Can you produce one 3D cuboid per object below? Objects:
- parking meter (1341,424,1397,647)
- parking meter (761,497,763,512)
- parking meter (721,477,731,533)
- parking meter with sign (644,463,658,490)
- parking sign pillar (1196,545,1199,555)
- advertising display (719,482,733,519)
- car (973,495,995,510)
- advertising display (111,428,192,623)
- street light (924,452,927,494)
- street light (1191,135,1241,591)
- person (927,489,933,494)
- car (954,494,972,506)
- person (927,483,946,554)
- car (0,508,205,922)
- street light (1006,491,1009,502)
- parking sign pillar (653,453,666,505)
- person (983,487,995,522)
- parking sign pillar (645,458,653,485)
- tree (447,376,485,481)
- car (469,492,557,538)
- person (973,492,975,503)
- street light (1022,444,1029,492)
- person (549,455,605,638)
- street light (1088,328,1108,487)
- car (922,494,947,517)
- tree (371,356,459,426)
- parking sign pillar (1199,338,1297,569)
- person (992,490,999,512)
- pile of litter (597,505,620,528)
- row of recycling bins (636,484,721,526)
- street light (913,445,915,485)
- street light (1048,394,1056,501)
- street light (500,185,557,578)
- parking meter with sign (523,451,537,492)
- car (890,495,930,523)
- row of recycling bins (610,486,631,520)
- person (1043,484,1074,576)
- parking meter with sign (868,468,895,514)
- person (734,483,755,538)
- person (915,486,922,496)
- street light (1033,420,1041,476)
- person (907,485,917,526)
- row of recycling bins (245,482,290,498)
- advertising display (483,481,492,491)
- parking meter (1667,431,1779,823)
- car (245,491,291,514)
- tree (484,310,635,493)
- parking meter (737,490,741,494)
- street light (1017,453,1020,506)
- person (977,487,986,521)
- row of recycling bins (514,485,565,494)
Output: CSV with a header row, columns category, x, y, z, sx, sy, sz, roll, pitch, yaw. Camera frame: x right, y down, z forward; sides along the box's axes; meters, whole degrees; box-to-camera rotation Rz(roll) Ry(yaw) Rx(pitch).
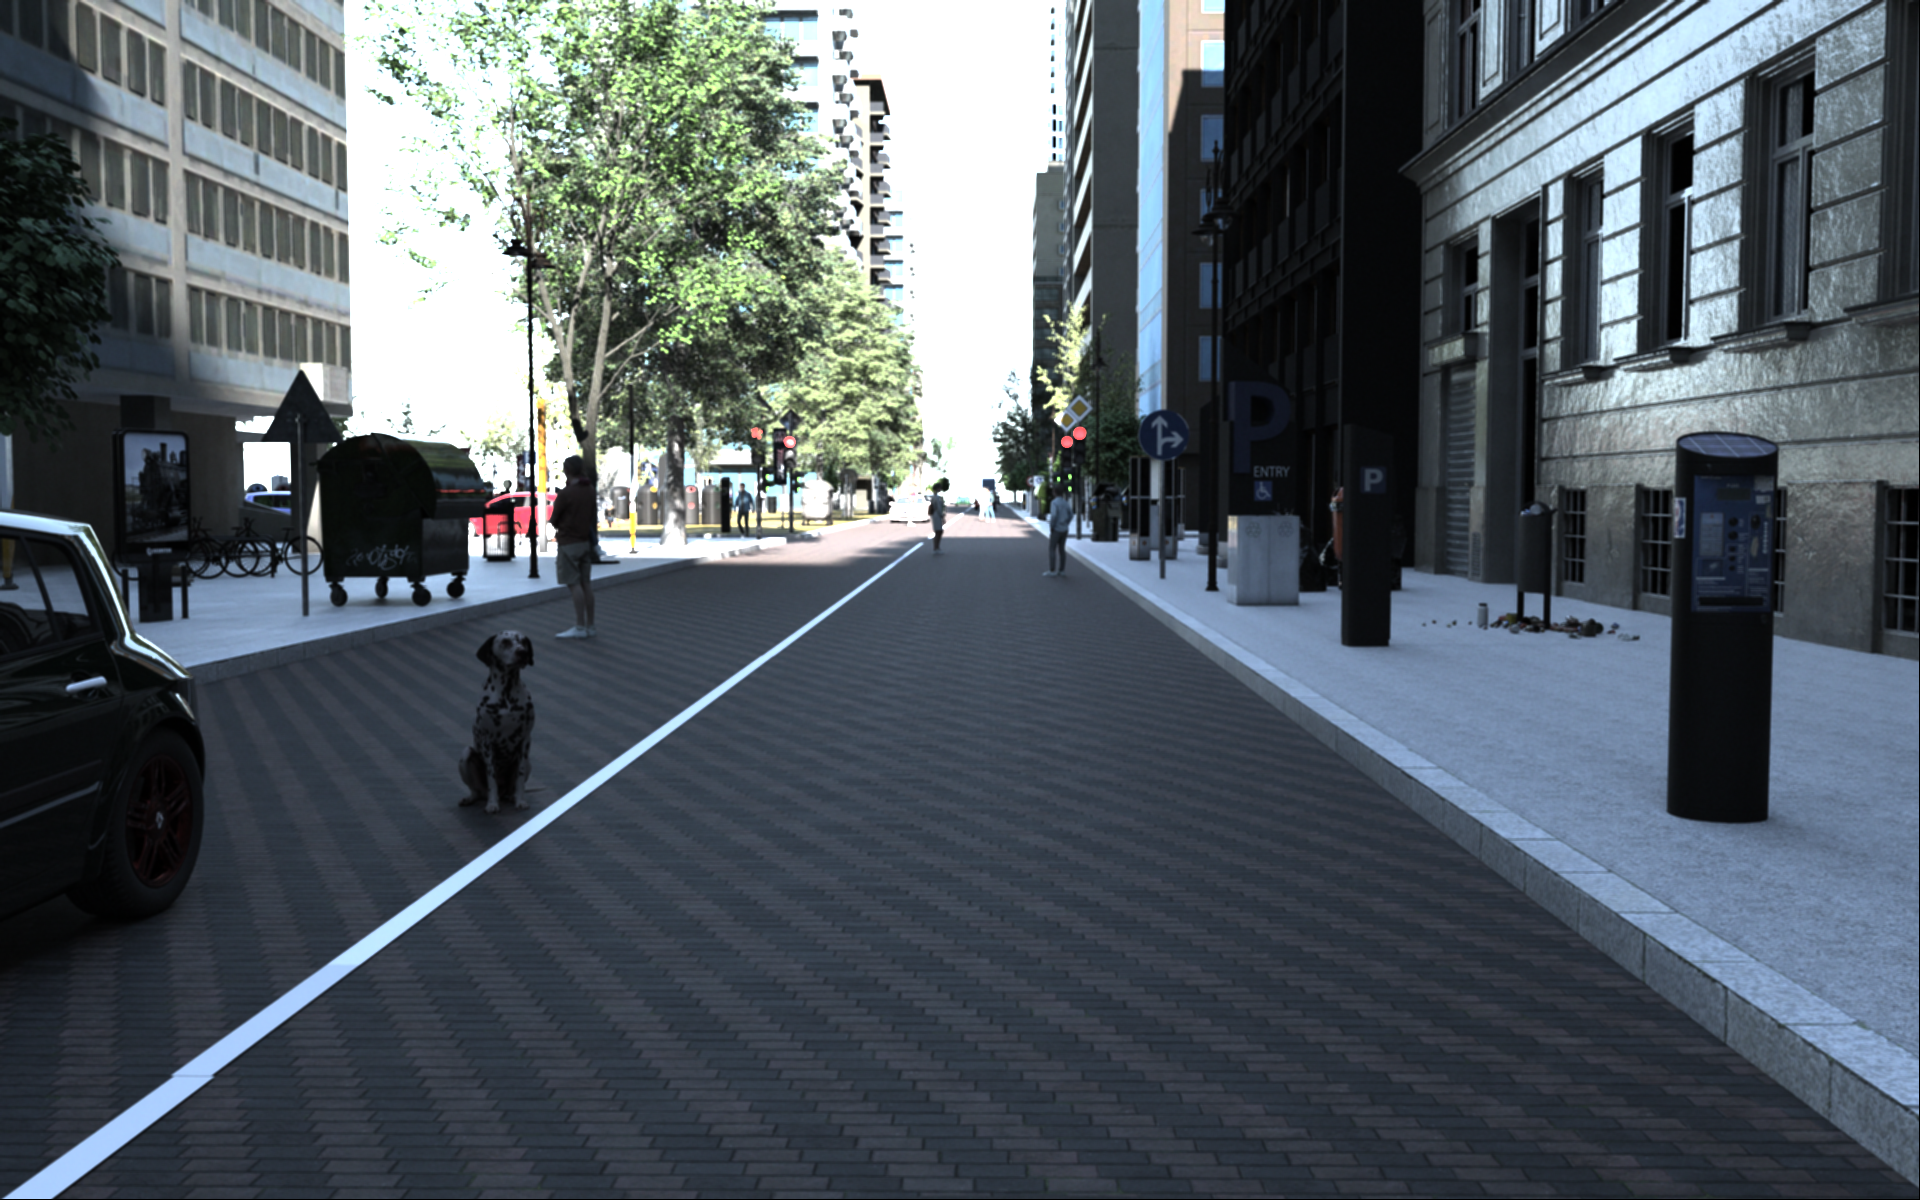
category,x,y,z,sx,sy,sz,roll,pitch,yaw
parking meter,3.452,-0.545,14.628,0.399,1.863,0.255,0,4,-6
parking meter,-14.537,-7.346,125.820,0.255,1.863,0.399,2,4,30
parking meter,-7.790,-3.173,57.596,0.255,1.863,0.399,0,4,3
parking meter with sign,-16.933,-6.193,97.523,1.738,3.016,0.543,2,4,28
parking sign pillar,5.759,-2.952,36.743,1.447,3.967,1.447,2,4,26
advertising display,-12.214,-5.210,90.400,0.974,1.923,0.123,3,5,40
car,2.259,-9.009,156.339,2.155,1.783,4.494,0,4,2
advertising display,-8.094,-0.744,17.385,0.123,1.923,0.974,1,4,14
street light,-3.719,-13.004,185.398,0.468,5.910,1.993,0,4,1
street light,3.345,-3.059,22.795,0.468,5.910,1.993,0,4,1
person,-2.093,-6.920,121.828,0.592,1.802,0.473,3,5,40
car,0.373,-11.899,206.339,2.131,1.459,4.920,0,4,1
person,-0.549,-1.962,41.585,0.522,1.701,0.512,-1,4,-21
car,-3.616,0.320,4.555,2.009,1.686,4.222,0,4,2
street light,7.486,-17.925,265.853,0.468,5.910,1.993,0,4,1
parking sign pillar,-14.733,-6.106,88.307,1.447,3.967,1.447,-1,4,-14
person,1.488,-4.967,90.056,0.623,1.781,0.721,1,4,22
parking sign pillar,-22.490,-8.486,127.215,1.447,3.967,1.447,-3,5,-44
tree,-28.347,-9.400,104.056,4.737,8.622,4.395,0,3,0
car,-13.519,-2.669,52.684,4.494,1.783,2.155,0,4,2
person,2.143,-15.806,266.906,0.705,1.826,1.348,0,4,-7
street light,5.125,-9.711,131.562,0.468,5.910,1.993,0,4,1
person,-3.852,-0.546,17.396,0.573,1.828,0.580,-2,4,-25
street light,3.844,-4.626,48.427,0.468,5.910,1.993,0,4,1
car,-1.802,-6.035,108.456,2.009,1.686,4.222,0,4,3
tree,-29.470,-8.746,93.357,4.360,8.622,3.978,0,3,0
parking sign pillar,5.183,-2.548,30.133,1.447,3.967,1.447,-1,4,-17
person,2.777,-7.908,138.319,0.617,1.759,0.750,1,4,19
pile of litter,-13.517,-3.166,65.733,1.176,0.858,1.719,-1,4,-17
row of recycling bins,-11.569,-3.926,71.310,3.534,1.692,1.069,-2,4,-25
street light,-4.306,-11.438,159.793,0.468,5.910,1.993,0,4,1
street light,4.342,-6.591,80.544,0.468,5.910,1.993,0,4,1
street light,-6.522,-3.275,26.337,0.468,5.910,1.993,0,4,1
parking meter with sign,-17.217,-4.465,69.262,0.543,3.016,1.738,-1,4,-12
car,-2.495,-4.615,87.813,2.083,1.381,4.827,0,4,2
row of recycling bins,-17.232,-4.948,88.018,1.069,1.692,3.534,0,4,-5
person,1.732,-1.229,30.397,0.589,1.601,0.330,-3,4,-37
parking meter with sign,-5.191,-7.225,114.390,1.738,3.016,0.543,-1,4,-20
person,-6.693,-2.746,53.747,0.601,1.785,0.444,1,4,17
person,-2.455,-5.475,97.370,0.474,1.900,0.648,2,4,24
street light,4.708,-8.145,105.957,0.468,5.910,1.993,0,4,1
person,-2.185,-4.295,78.698,0.573,1.828,0.580,-3,5,-40
row of recycling bins,-24.333,-3.302,61.097,3.534,1.692,1.069,-2,4,-25
advertising display,-23.712,-4.953,86.189,0.123,1.923,0.974,3,5,40
parking meter,3.029,0.093,6.883,0.372,1.533,0.369,0,3,0
car,-20.713,-2.725,54.146,3.694,1.707,1.945,0,4,1
tree,-14.068,-6.743,60.610,4.737,8.622,4.395,0,3,0
parking meter,-14.329,-6.396,112.986,0.372,1.533,0.369,0,3,0
street light,5.630,-11.215,156.146,0.468,5.910,1.993,0,4,1
person,1.228,-5.223,93.996,0.391,1.810,0.635,2,4,35
row of recycling bins,-19.905,-4.653,83.186,3.534,1.692,1.069,2,4,24
